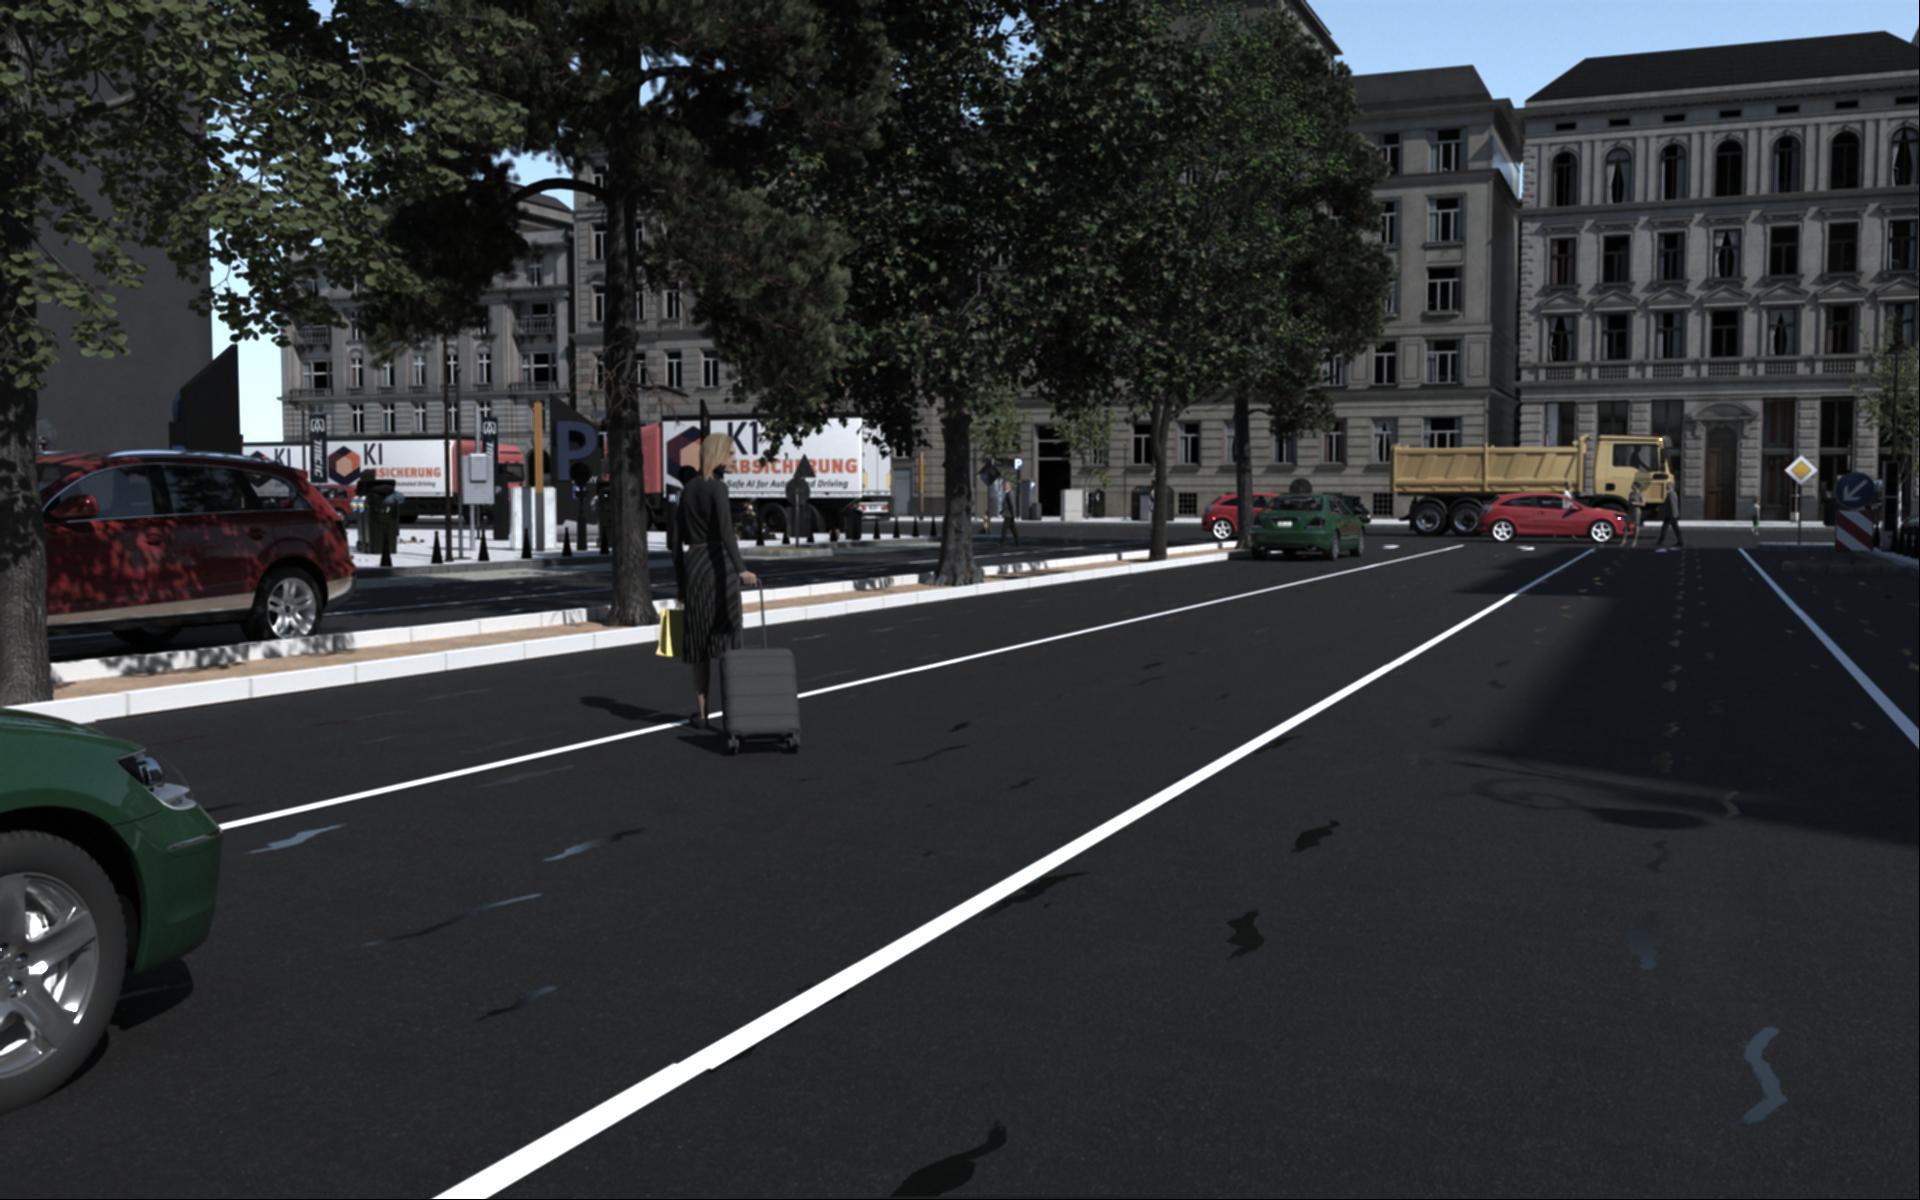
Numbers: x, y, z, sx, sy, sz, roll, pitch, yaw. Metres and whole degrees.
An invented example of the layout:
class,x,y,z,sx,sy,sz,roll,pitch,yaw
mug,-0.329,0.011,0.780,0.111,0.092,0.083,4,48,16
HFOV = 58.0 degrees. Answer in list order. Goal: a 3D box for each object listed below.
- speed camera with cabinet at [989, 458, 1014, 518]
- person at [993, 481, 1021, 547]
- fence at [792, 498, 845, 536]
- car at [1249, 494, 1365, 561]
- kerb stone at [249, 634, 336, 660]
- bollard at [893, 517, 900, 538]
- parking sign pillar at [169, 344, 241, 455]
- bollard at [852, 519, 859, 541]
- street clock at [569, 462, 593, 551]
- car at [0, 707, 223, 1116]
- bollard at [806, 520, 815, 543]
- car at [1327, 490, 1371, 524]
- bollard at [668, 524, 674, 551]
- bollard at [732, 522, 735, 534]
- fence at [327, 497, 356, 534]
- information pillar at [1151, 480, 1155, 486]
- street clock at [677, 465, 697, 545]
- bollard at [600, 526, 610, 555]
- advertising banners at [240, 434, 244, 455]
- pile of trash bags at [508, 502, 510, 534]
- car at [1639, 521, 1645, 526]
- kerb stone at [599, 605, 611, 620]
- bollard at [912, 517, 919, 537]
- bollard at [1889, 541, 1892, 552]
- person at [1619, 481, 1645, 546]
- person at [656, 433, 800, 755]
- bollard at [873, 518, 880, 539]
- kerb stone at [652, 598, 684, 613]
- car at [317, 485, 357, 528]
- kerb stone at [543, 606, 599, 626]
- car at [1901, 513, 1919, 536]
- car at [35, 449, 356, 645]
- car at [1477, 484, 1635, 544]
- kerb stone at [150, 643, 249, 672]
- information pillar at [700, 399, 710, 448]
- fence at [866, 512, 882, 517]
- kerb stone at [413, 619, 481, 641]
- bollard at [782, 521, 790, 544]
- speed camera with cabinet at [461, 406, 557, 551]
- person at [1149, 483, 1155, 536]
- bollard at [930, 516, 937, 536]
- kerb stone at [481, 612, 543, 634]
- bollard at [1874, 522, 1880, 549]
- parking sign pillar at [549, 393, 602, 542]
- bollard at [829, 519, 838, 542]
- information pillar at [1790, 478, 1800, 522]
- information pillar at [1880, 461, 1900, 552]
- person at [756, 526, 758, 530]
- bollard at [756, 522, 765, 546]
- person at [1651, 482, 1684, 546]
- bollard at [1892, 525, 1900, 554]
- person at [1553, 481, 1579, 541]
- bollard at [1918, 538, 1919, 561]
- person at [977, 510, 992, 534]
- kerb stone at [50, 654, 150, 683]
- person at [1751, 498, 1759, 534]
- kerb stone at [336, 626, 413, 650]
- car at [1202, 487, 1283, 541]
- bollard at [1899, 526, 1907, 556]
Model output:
class,x,y,z,sx,sy,sz,roll,pitch,yaw
speed camera with cabinet,2.273,-6.180,95.372,0.660,3.252,2.038,-2,4,-26
person,1.254,-2.327,46.942,0.834,1.777,0.661,-1,4,-17
fence,-4.347,-2.626,54.141,2.264,1.192,0.480,2,4,26
car,7.824,-1.652,38.810,2.131,1.459,4.920,2,4,24
kerb stone,-5.939,0.422,15.290,0.120,0.150,1.000,1,4,23
bollard,-1.848,-2.100,50.372,0.229,0.601,0.229,0,3,0
parking sign pillar,-13.330,-2.577,30.606,1.447,3.967,1.447,1,4,18
bollard,-2.887,-1.949,47.912,0.229,0.601,0.229,0,3,0
street clock,-8.601,-2.128,39.358,0.471,2.002,0.358,0,4,6
car,-3.549,0.539,2.984,2.131,1.459,4.920,1,4,22
bollard,-3.925,-1.799,45.448,0.229,0.601,0.229,0,3,0
car,14.152,-3.606,68.740,4.222,1.686,2.009,1,4,22
bollard,-6.518,-1.422,39.286,0.229,0.601,0.229,0,3,0
bollard,-5.479,-1.572,41.749,0.229,0.601,0.229,0,3,0
fence,-20.179,-2.865,58.045,2.264,1.192,0.480,0,4,4
information pillar,9.889,-5.090,87.706,0.304,2.012,0.304,-3,4,-37
street clock,-6.904,-2.404,43.881,0.471,2.002,0.358,-1,4,-19
bollard,-7.558,-1.271,36.815,0.229,0.601,0.229,0,3,0
advertising banners,-21.874,-3.358,51.093,2.074,3.025,0.090,2,4,24
pile of trash bags,-13.795,-2.856,56.455,1.912,1.369,3.447,0,4,7
car,22.927,-3.098,63.234,3.894,1.354,1.945,1,4,23
kerb stone,-3.948,0.133,20.024,0.120,0.150,1.000,1,4,23
bollard,-1.326,-2.175,51.601,0.229,0.601,0.229,0,3,0
bollard,20.605,-1.353,38.170,0.229,0.601,0.229,0,3,0
person,18.404,-2.359,47.416,0.374,1.781,0.599,-2,4,-35
person,-1.385,-0.085,10.104,0.699,1.804,1.509,-1,4,-14
bollard,-2.362,-2.024,49.140,0.229,0.601,0.229,0,3,0
kerb stone,-3.552,0.075,20.971,0.120,0.150,1.000,1,4,23
car,-26.468,-3.900,72.445,5.304,1.827,2.281,1,4,23
kerb stone,-4.346,0.191,19.078,0.120,0.150,1.000,1,4,23
car,30.692,-2.420,51.359,4.920,1.459,2.131,2,4,23
car,-7.594,-0.373,14.770,2.281,1.827,5.304,2,4,24
car,17.680,-2.591,51.403,4.494,1.783,2.155,1,4,21
kerb stone,-6.339,0.488,14.338,0.120,0.150,1.000,1,4,23
information pillar,-6.292,-3.147,42.809,0.183,3.616,0.504,1,4,12
fence,-4.756,-4.541,89.612,0.278,0.683,2.069,3,5,42
kerb stone,-5.144,0.314,17.182,0.120,0.150,1.000,1,4,23
bollard,-4.444,-1.723,44.219,0.229,0.601,0.229,0,3,0
speed camera with cabinet,-10.268,-2.756,39.394,2.038,3.252,0.660,-1,4,-21
person,6.721,-3.105,59.442,0.466,1.800,0.511,0,4,-2
bollard,-0.812,-2.251,52.838,0.229,0.601,0.229,0,3,0
kerb stone,-4.747,0.249,18.130,0.120,0.150,1.000,1,4,23
bollard,21.641,-1.504,40.631,0.229,0.601,0.229,0,3,0
parking sign pillar,-10.289,-3.547,46.460,1.447,3.967,1.447,-2,4,-29
bollard,-3.406,-1.874,46.678,0.229,0.601,0.229,0,3,0
information pillar,37.760,-4.513,78.275,0.304,2.012,0.304,-2,4,-30
information pillar,20.679,-2.081,38.517,0.304,2.012,0.304,1,4,20
person,-8.093,-3.624,68.699,0.436,1.711,0.756,-1,4,-16
bollard,-4.960,-1.648,42.979,0.229,0.601,0.229,0,3,0
person,19.490,-2.372,47.681,0.834,1.777,0.661,1,4,21
bollard,20.085,-1.278,36.940,0.229,0.601,0.229,0,3,0
person,18.658,-2.749,53.327,0.818,1.842,0.514,1,4,19
bollard,19.051,-1.128,34.478,0.229,0.601,0.229,0,3,0
person,0.883,-2.830,62.701,0.347,0.859,0.695,-3,4,-37
kerb stone,-6.737,0.539,13.392,0.120,0.150,1.000,1,4,23
person,28.111,-2.965,61.233,0.590,1.304,0.306,-3,5,-40
kerb stone,-5.542,0.367,16.236,0.120,0.150,1.000,1,4,23
car,9.727,-2.715,53.429,4.494,1.783,2.155,2,4,23
bollard,19.570,-1.203,35.708,0.229,0.601,0.229,0,3,0
